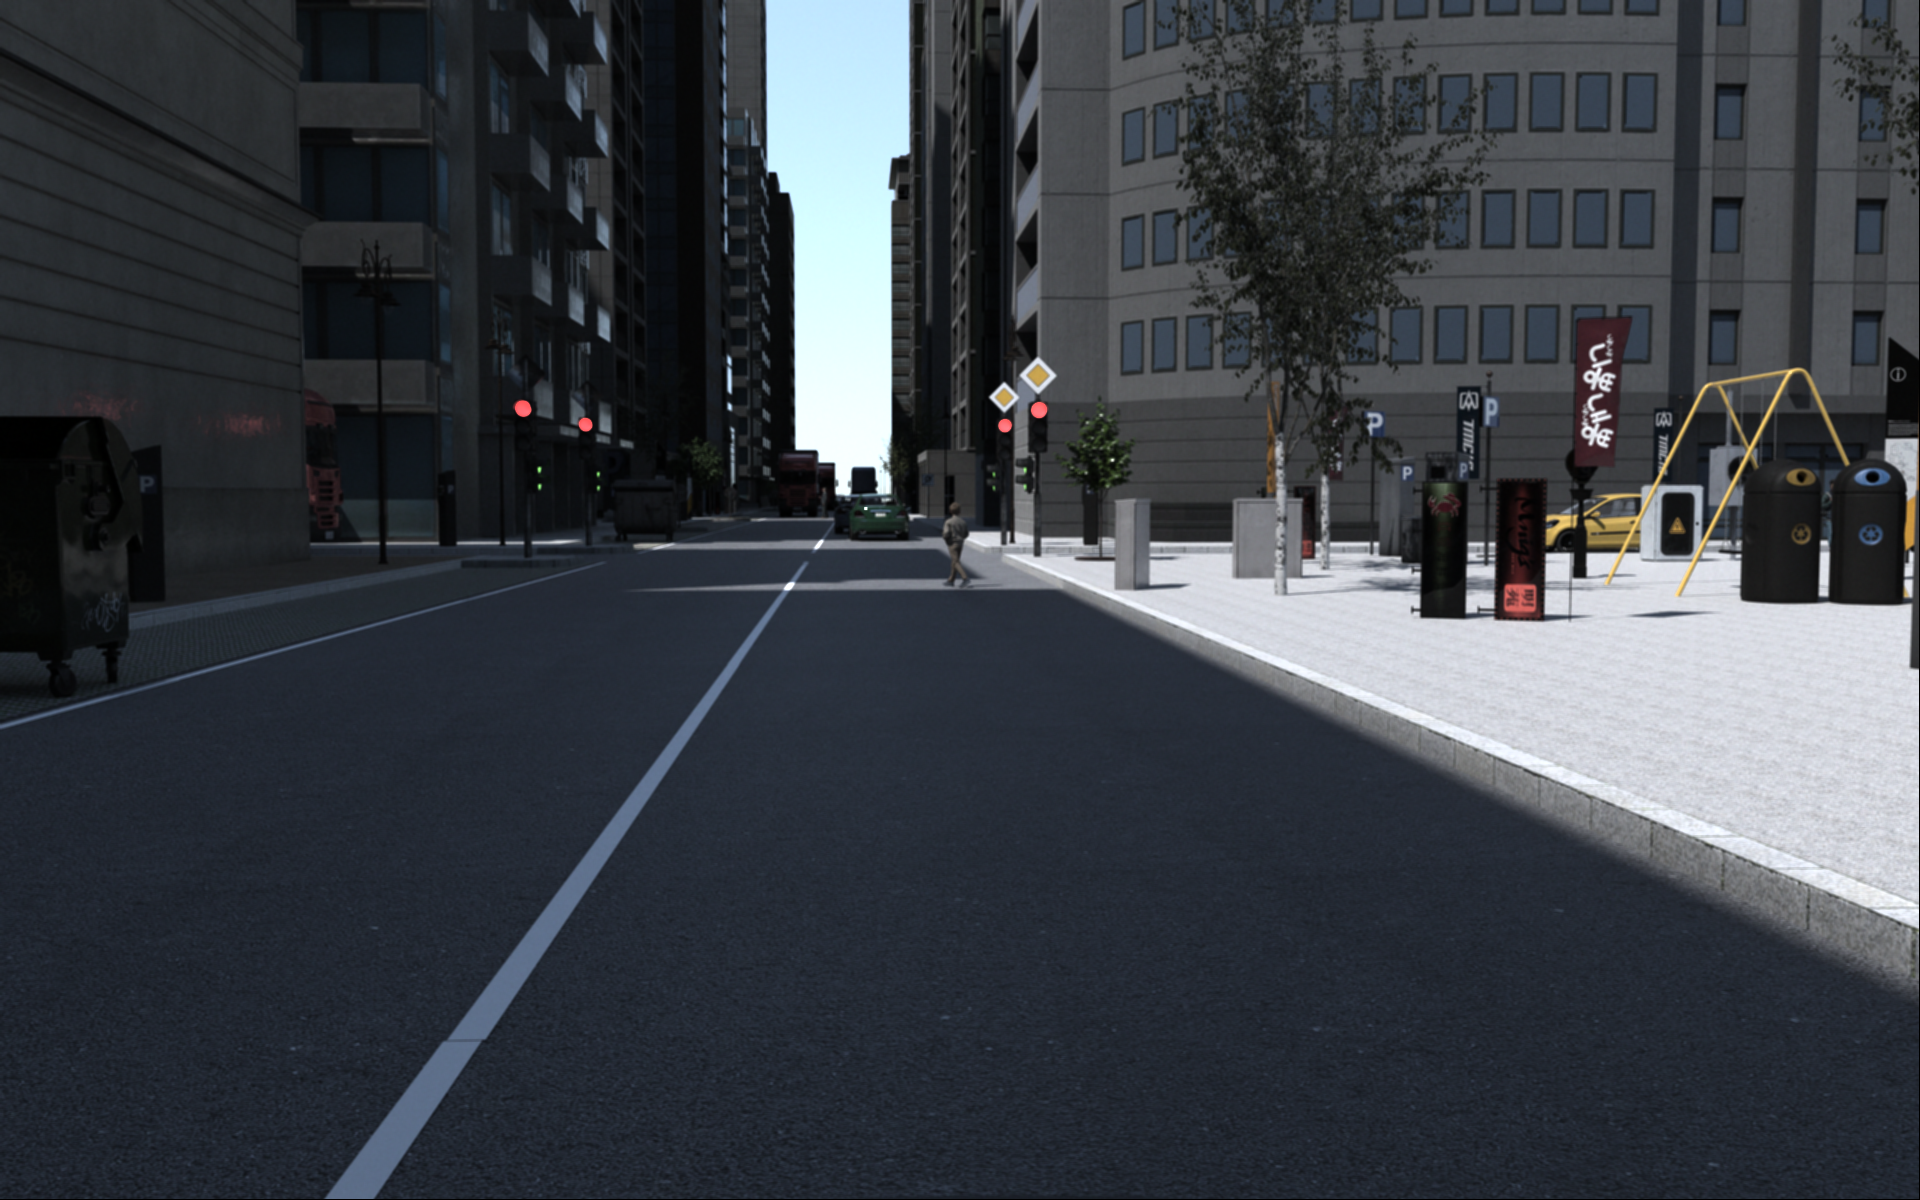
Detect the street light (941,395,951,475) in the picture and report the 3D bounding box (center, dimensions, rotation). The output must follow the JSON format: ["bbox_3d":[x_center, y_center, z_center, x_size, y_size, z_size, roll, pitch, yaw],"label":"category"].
[{"bbox_3d":[-0.670,-6.614,80.927,0.468,5.910,1.993,0,4,-3],"label":"street light"}]

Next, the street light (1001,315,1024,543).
[{"bbox_3d":[1.362,-4.417,45.002,0.468,5.910,1.993,0,4,-3],"label":"street light"}]

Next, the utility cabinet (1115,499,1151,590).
[{"bbox_3d":[2.340,-0.757,23.533,0.306,1.237,1.020,1,4,17],"label":"utility cabinet"}]

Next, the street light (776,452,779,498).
[{"bbox_3d":[-20.248,-13.428,192.330,0.468,5.910,1.993,0,4,-3],"label":"street light"}]

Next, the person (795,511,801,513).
[{"bbox_3d":[-12.359,-7.551,132.049,1.350,1.814,0.705,-3,5,-45],"label":"person"}]

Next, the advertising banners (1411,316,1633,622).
[{"bbox_3d":[5.644,-1.302,17.484,2.074,3.025,0.090,2,4,24],"label":"advertising banners"}]

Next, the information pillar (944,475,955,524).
[{"bbox_3d":[-0.408,-3.875,67.854,0.304,2.012,0.304,-2,4,-31],"label":"information pillar"}]

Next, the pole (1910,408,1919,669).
[{"bbox_3d":[7.093,-1.147,12.603,0.158,3.312,0.155,0,3,0],"label":"pole"}]

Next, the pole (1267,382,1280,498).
[{"bbox_3d":[5.698,-2.306,31.546,0.158,3.312,0.155,0,3,0],"label":"pole"}]

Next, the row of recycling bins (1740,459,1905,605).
[{"bbox_3d":[11.008,-0.795,20.104,3.534,1.692,1.069,2,4,24],"label":"row of recycling bins"}]

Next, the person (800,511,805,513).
[{"bbox_3d":[-12.290,-7.705,134.469,1.348,1.826,0.705,-2,4,-31],"label":"person"}]

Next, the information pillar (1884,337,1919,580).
[{"bbox_3d":[14.036,-2.108,25.823,0.504,3.616,0.183,1,4,22],"label":"information pillar"}]

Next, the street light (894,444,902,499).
[{"bbox_3d":[-5.541,-11.354,158.422,0.468,5.910,1.993,0,4,-3],"label":"street light"}]

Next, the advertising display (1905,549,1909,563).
[{"bbox_3d":[17.876,-1.624,31.773,0.974,1.923,0.123,3,4,38],"label":"advertising display"}]

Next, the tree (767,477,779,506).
[{"bbox_3d":[-21.925,-12.613,200.830,1.663,3.219,1.824,0,3,0],"label":"tree"}]

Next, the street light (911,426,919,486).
[{"bbox_3d":[-3.295,-9.157,122.510,0.468,5.910,1.993,0,4,-3],"label":"street light"}]

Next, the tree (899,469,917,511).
[{"bbox_3d":[-3.690,-8.481,133.266,1.663,3.219,1.824,0,3,0],"label":"tree"}]

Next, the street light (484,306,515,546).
[{"bbox_3d":[-11.355,-4.284,42.823,0.468,5.910,1.993,0,4,-3],"label":"street light"}]

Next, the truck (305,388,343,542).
[{"bbox_3d":[-18.748,-2.981,37.648,11.283,4.237,2.839,0,4,-2],"label":"truck"}]

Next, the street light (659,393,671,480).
[{"bbox_3d":[-13.402,-6.491,78.917,0.468,5.910,1.993,0,4,-3],"label":"street light"}]

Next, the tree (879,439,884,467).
[{"bbox_3d":[-7.838,-15.900,210.328,4.737,8.622,4.395,0,3,0],"label":"tree"}]

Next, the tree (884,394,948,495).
[{"bbox_3d":[-2.903,-10.777,126.562,4.737,8.622,4.395,0,3,0],"label":"tree"}]

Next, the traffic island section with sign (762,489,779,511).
[{"bbox_3d":[-15.255,-8.202,142.722,1.989,1.847,2.006,0,4,-3],"label":"traffic island section with sign"}]

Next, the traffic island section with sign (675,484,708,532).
[{"bbox_3d":[-10.575,-3.473,65.418,1.989,1.847,2.006,0,4,-3],"label":"traffic island section with sign"}]

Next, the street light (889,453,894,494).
[{"bbox_3d":[-8.239,-14.223,205.327,0.468,5.910,1.993,0,4,-3],"label":"street light"}]

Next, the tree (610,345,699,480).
[{"bbox_3d":[-14.874,-8.211,84.607,4.360,8.622,3.978,0,3,0],"label":"tree"}]

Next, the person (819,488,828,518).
[{"bbox_3d":[-8.112,-5.756,102.793,0.590,1.801,0.661,0,4,-8],"label":"person"}]

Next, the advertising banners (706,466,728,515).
[{"bbox_3d":[-15.214,-6.864,108.407,0.090,3.025,2.074,2,4,33],"label":"advertising banners"}]

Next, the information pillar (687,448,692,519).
[{"bbox_3d":[-13.731,-5.906,87.923,0.183,3.616,0.504,-2,4,-30],"label":"information pillar"}]

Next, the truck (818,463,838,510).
[{"bbox_3d":[-12.524,-10.234,156.244,2.839,4.237,11.283,0,4,-5],"label":"truck"}]

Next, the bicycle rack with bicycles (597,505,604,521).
[{"bbox_3d":[-18.038,-4.300,83.685,2.925,0.926,2.852,3,5,45],"label":"bicycle rack with bicycles"}]

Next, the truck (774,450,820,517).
[{"bbox_3d":[-10.416,-7.532,112.055,2.839,4.237,11.283,0,4,-4],"label":"truck"}]

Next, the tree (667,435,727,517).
[{"bbox_3d":[-14.633,-6.898,96.491,4.285,4.588,4.351,0,3,0],"label":"tree"}]

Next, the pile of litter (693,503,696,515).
[{"bbox_3d":[-16.098,-5.515,104.136,1.719,0.858,1.176,-1,4,-12],"label":"pile of litter"}]

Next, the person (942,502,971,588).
[{"bbox_3d":[-0.077,-0.846,26.605,0.640,1.303,0.475,3,5,41],"label":"person"}]

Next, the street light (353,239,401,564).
[{"bbox_3d":[-10.605,-3.601,31.667,0.468,5.910,1.993,0,4,-3],"label":"street light"}]

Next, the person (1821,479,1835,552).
[{"bbox_3d":[20.408,-1.933,40.447,0.623,1.781,0.721,-1,4,-21],"label":"person"}]

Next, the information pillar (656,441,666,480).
[{"bbox_3d":[-13.292,-5.230,76.863,0.183,3.616,0.504,3,5,42],"label":"information pillar"}]

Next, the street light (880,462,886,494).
[{"bbox_3d":[-10.503,-16.419,241.238,0.468,5.910,1.993,0,4,-3],"label":"street light"}]

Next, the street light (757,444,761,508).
[{"bbox_3d":[-18.107,-11.231,156.412,0.468,5.910,1.993,0,4,-3],"label":"street light"}]

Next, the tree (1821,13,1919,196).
[{"bbox_3d":[10.378,-3.982,15.469,4.360,8.622,3.978,0,3,0],"label":"tree"}]

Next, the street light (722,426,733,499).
[{"bbox_3d":[-15.503,-8.688,114.838,0.468,5.910,1.993,0,4,-3],"label":"street light"}]

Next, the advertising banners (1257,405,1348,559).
[{"bbox_3d":[6.740,-2.311,33.965,2.074,3.025,0.090,-1,4,-22],"label":"advertising banners"}]

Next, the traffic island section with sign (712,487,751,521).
[{"bbox_3d":[-12.227,-5.137,92.612,1.989,1.847,2.006,0,4,-3],"label":"traffic island section with sign"}]

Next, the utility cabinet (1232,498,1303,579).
[{"bbox_3d":[4.689,-0.933,26.422,1.020,1.237,0.306,0,4,-6],"label":"utility cabinet"}]

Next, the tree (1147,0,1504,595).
[{"bbox_3d":[4.189,-4.353,21.529,4.360,8.622,3.978,0,3,0],"label":"tree"}]

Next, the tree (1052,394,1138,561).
[{"bbox_3d":[2.606,-2.385,33.596,1.663,3.219,1.824,0,3,0],"label":"tree"}]

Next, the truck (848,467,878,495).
[{"bbox_3d":[-9.046,-10.756,165.623,2.967,4.110,18.799,0,4,-5],"label":"truck"}]

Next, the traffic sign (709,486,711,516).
[{"bbox_3d":[-14.287,-6.045,98.941,0.768,2.556,0.104,0,4,4],"label":"traffic sign"}]
